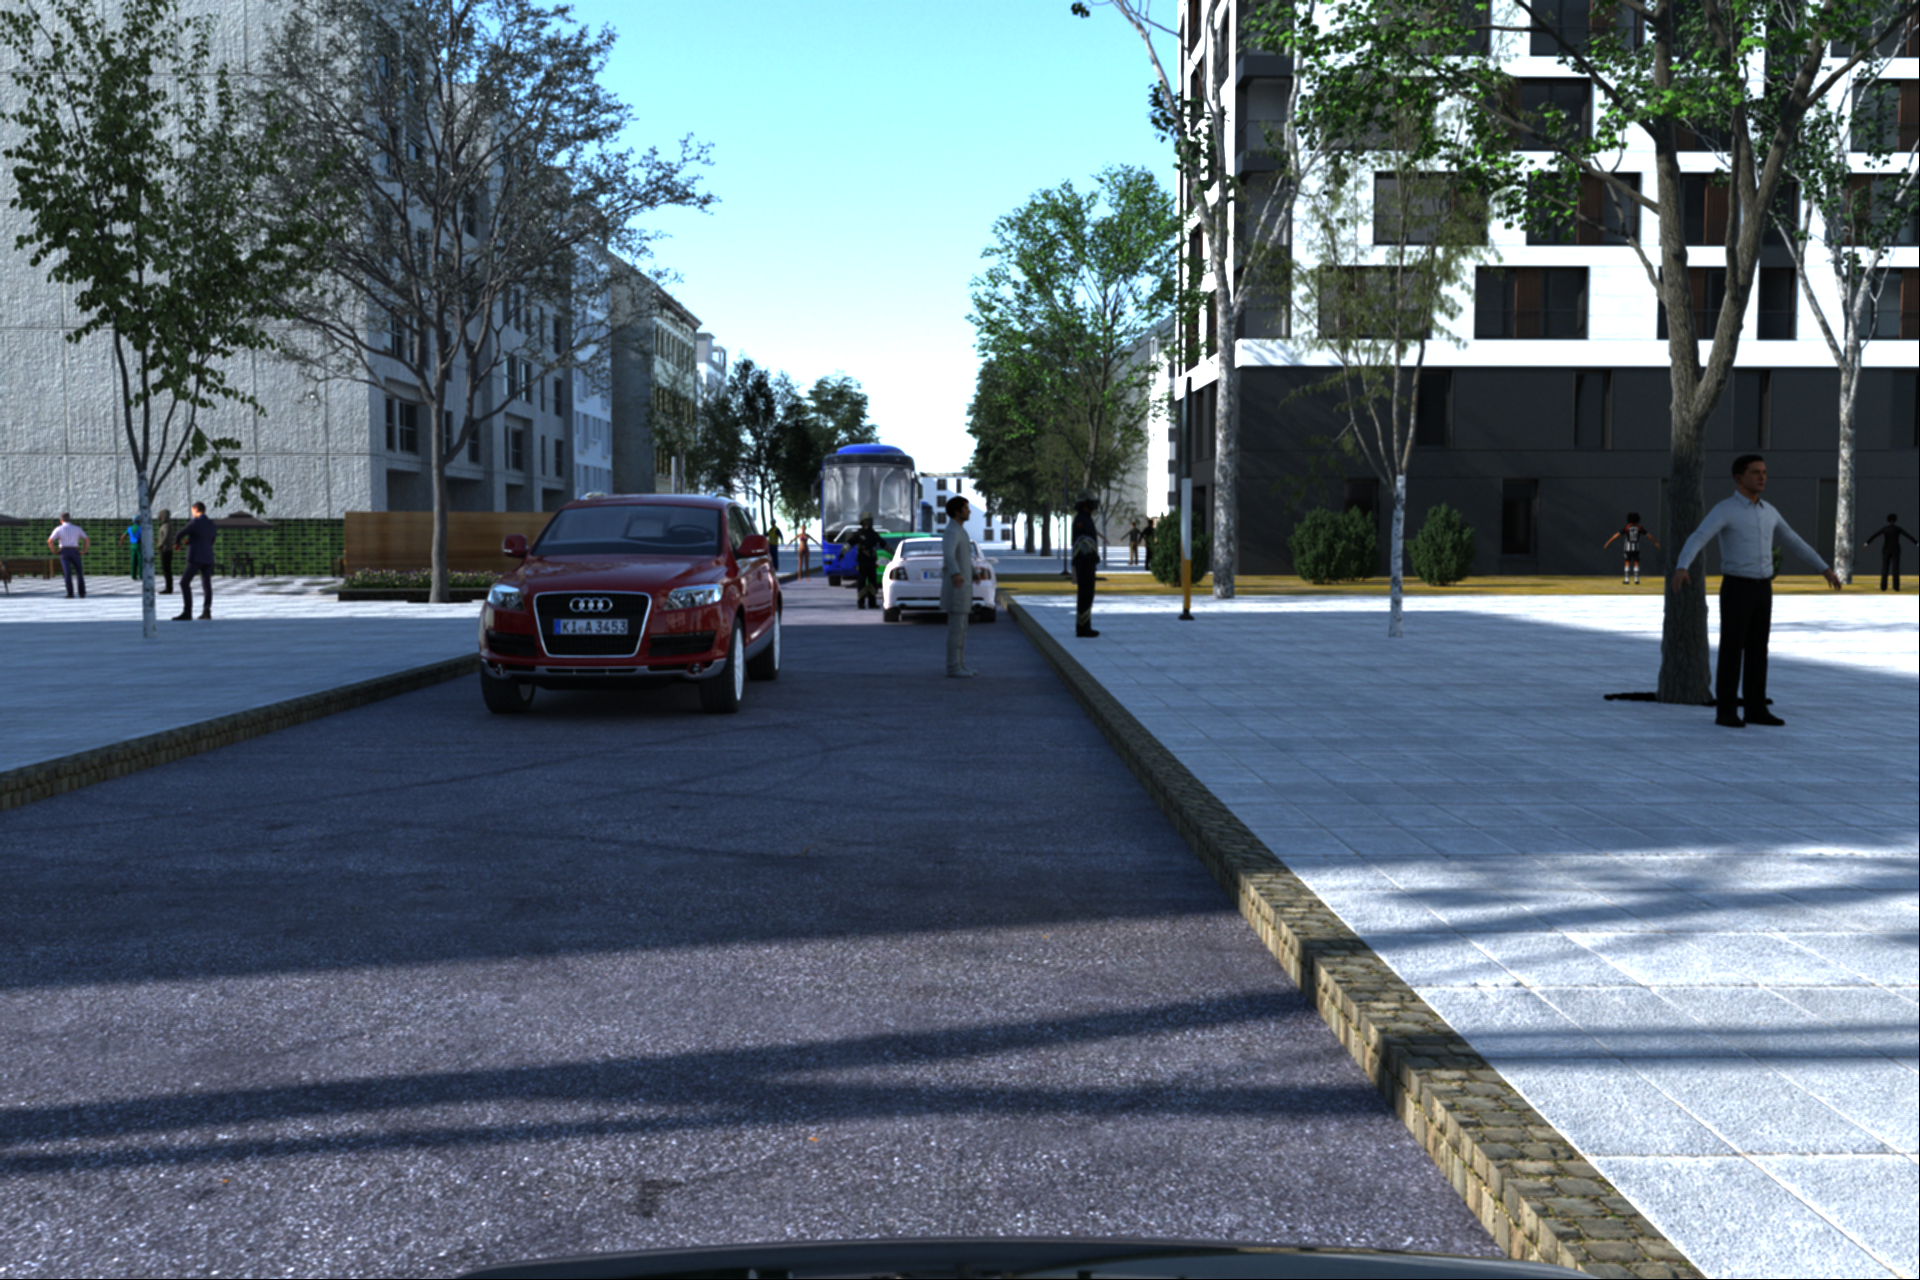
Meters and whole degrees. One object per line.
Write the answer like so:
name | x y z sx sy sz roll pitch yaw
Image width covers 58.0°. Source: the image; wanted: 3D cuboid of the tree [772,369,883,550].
tree | -10.674 -13.983 135.271 9.857 13.997 8.962 0 3 0

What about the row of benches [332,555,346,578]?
row of benches | -17.619 -2.160 50.779 1.422 0.672 4.104 -2 4 -32

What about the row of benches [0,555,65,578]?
row of benches | -28.487 -2.185 51.180 4.104 0.672 1.422 1 4 8

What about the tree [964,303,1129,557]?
tree | 4.899 -11.668 97.435 9.857 13.997 8.962 0 3 0

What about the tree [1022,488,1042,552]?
tree | 4.763 -10.641 124.341 4.737 8.622 4.395 0 3 0

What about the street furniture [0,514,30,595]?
street furniture | -33.581 -1.906 36.199 27.439 1.986 14.083 2 4 26

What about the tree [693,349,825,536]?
tree | -10.175 -9.378 87.738 7.601 10.594 8.767 0 4 -1

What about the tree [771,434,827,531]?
tree | -10.621 -10.400 120.398 4.360 8.622 3.978 0 3 0

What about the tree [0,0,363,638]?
tree | -9.789 -4.324 21.055 4.737 8.622 4.395 0 3 0

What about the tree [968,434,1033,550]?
tree | 4.376 -12.988 138.103 9.928 11.665 9.643 0 3 0

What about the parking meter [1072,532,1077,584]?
parking meter | 3.056 -2.205 44.464 0.372 1.533 0.369 0 3 0

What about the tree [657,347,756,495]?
tree | -9.853 -7.211 68.266 4.360 8.622 3.978 0 3 0

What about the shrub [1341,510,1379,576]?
shrub | 11.702 -2.899 51.825 1.690 2.028 1.600 0 3 0

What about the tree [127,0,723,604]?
tree | -9.596 -7.440 32.012 12.009 13.543 11.850 0 3 0

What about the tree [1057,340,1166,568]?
tree | 5.416 -7.017 65.097 4.360 8.622 3.978 0 3 0

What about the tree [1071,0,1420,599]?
tree | 6.368 -10.820 32.794 12.611 20.169 13.585 0 3 0

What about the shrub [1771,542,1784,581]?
shrub | 21.274 -2.126 45.885 1.383 1.207 1.383 0 3 0

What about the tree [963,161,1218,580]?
tree | 3.693 -7.513 48.599 9.928 11.665 9.643 0 3 0

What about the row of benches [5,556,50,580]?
row of benches | -27.965 -2.036 48.753 4.104 0.672 1.422 -1 4 -18

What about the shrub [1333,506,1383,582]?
shrub | 10.543 -2.599 46.527 1.661 2.075 1.752 0 3 0

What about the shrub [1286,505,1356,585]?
shrub | 9.175 -2.422 44.015 1.690 2.028 1.600 0 3 0

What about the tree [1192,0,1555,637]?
tree | 5.514 -4.327 21.111 4.360 8.622 3.978 0 3 0

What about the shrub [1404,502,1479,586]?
shrub | 11.849 -2.358 42.597 1.661 2.075 1.752 0 3 0

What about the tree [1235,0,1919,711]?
tree | 5.686 -5.332 12.931 9.928 11.665 9.643 0 3 0

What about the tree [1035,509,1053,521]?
tree | 11.762 -17.377 234.470 4.737 8.622 4.395 0 3 0

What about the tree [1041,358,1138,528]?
tree | 5.449 -7.333 70.256 4.360 8.622 3.978 0 3 0

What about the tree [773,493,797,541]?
tree | -22.797 -17.099 229.923 4.737 8.622 4.395 0 3 0

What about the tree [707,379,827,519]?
tree | -11.016 -10.124 99.938 7.601 10.594 8.767 1 4 10

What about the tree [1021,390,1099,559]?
tree | 5.008 -8.386 87.468 4.360 8.622 3.978 0 3 0

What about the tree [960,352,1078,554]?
tree | 4.608 -12.687 114.092 9.857 13.997 8.962 0 3 0

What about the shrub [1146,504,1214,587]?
shrub | 5.316 -2.296 41.963 1.690 2.028 1.600 0 3 0

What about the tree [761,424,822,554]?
tree | -10.708 -9.807 110.704 4.737 8.622 4.395 0 3 0

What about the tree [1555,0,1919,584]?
tree | 21.257 -11.526 44.345 12.611 20.169 13.585 0 3 0

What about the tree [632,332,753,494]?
tree | -10.293 -6.897 63.131 4.360 8.622 3.978 0 3 0

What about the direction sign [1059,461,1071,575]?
direction sign | 3.304 -3.804 54.198 0.379 3.537 0.876 0 4 0
